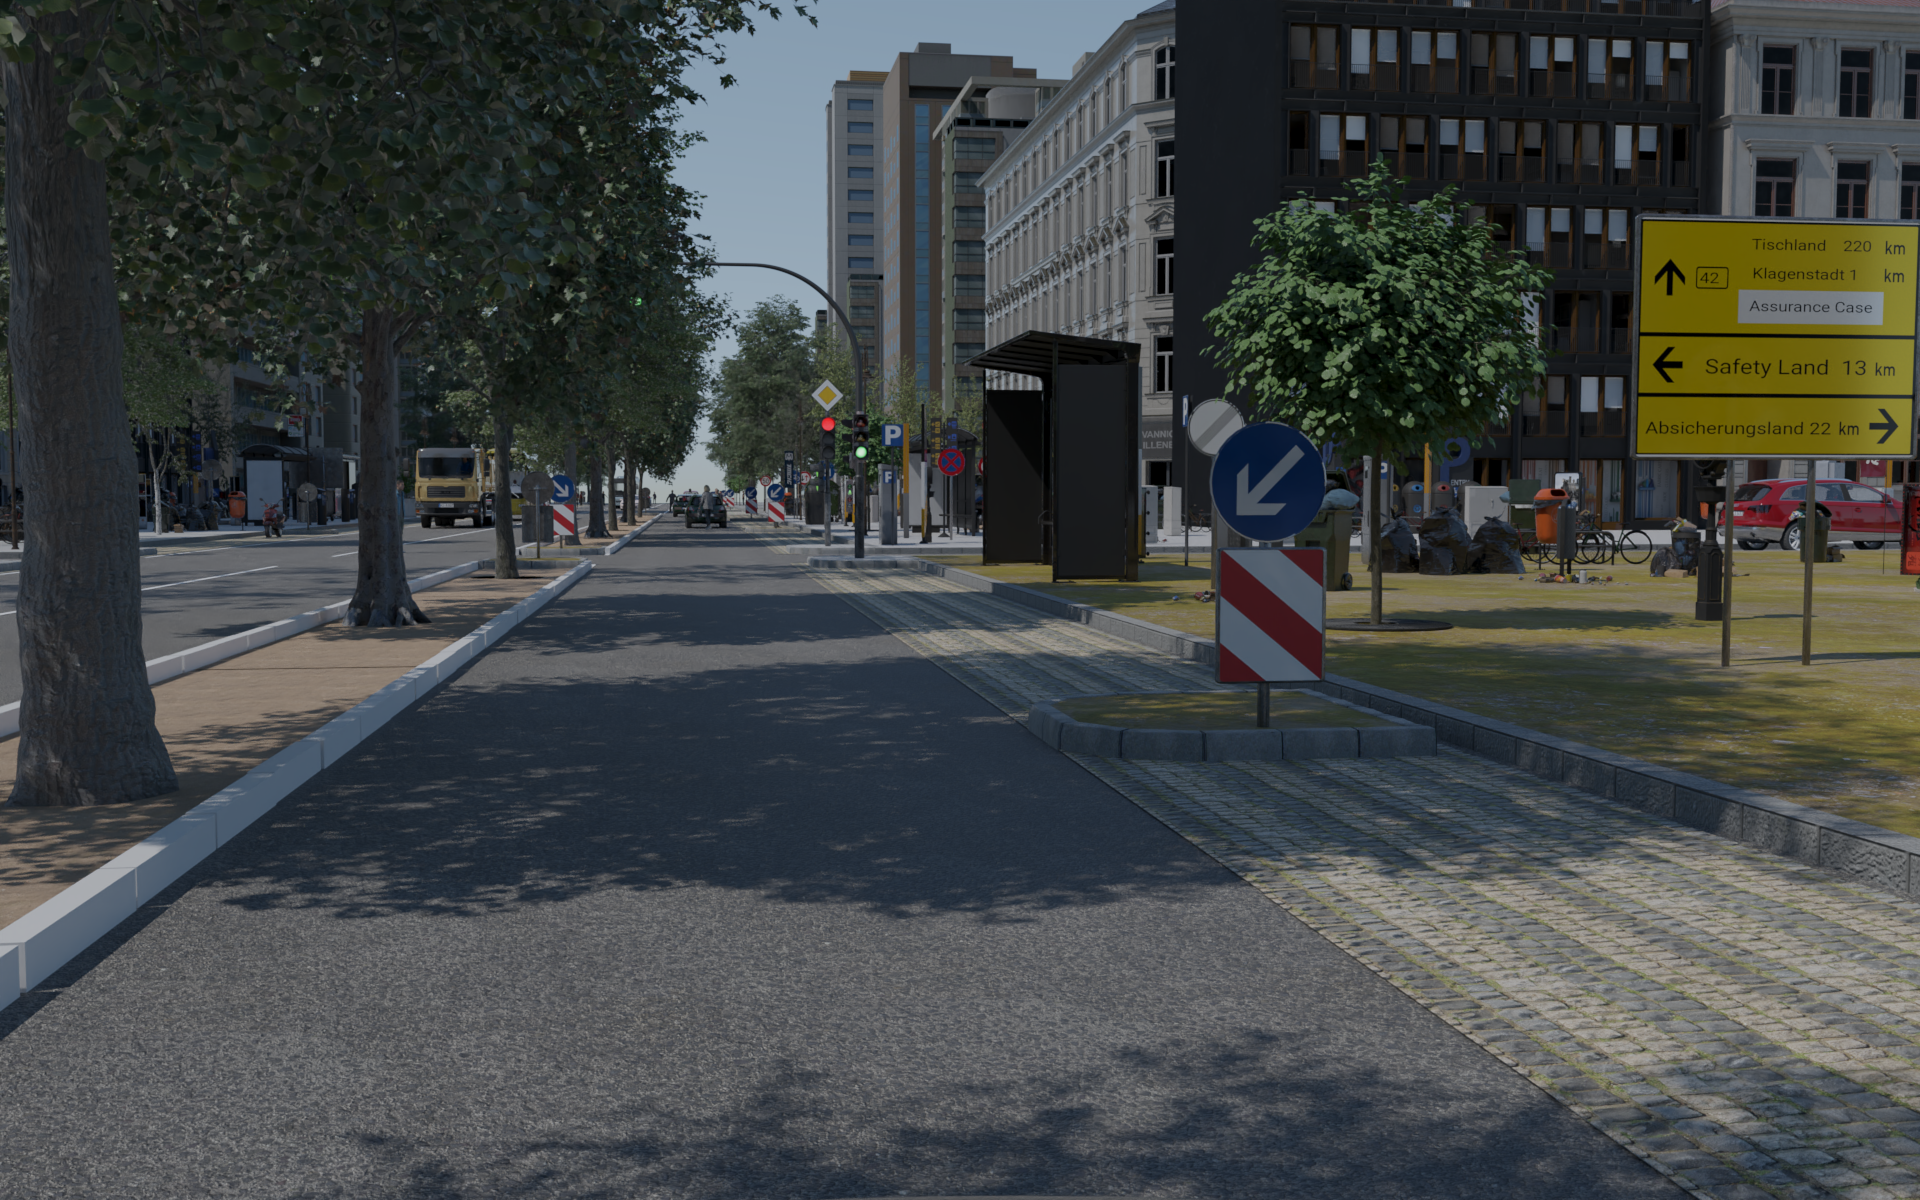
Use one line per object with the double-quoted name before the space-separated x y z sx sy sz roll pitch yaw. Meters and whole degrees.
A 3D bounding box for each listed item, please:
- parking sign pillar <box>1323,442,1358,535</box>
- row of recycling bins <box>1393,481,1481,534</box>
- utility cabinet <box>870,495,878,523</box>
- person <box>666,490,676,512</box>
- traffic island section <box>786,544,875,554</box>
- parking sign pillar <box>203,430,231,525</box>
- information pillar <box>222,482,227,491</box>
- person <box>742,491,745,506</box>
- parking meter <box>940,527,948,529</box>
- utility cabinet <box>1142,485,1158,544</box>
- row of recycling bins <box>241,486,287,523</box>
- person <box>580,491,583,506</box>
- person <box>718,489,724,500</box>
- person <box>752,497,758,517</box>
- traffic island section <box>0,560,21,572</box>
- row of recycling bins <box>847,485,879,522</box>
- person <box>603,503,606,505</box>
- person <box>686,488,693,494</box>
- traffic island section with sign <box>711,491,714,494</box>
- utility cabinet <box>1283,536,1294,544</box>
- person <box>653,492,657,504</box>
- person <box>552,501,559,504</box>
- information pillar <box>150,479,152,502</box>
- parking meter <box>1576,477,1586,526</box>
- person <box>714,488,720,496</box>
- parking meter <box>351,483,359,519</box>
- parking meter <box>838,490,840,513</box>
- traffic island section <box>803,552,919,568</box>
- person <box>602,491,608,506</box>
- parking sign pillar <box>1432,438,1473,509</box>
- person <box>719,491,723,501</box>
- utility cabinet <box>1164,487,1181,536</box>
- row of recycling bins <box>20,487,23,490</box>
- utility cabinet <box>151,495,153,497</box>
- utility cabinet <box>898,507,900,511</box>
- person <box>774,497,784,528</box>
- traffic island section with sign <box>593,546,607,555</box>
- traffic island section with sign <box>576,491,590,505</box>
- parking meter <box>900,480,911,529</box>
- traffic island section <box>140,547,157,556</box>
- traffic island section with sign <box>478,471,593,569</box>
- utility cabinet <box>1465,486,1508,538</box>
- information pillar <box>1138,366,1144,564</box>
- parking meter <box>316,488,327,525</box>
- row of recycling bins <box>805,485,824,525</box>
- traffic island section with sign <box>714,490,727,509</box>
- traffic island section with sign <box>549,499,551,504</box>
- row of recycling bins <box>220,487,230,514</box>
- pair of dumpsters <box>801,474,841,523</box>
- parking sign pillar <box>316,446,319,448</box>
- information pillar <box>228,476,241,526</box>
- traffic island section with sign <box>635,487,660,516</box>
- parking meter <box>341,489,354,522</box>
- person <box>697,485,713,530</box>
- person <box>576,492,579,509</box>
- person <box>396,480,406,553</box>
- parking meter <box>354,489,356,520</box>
"parking sign pillar" 11.780 -4.031 54.378 1.447 3.967 1.447 0 4 -3
"row of recycling bins" 15.072 -2.980 55.843 3.534 1.692 1.069 0 4 1
"utility cabinet" -3.964 -4.100 78.199 0.306 1.237 1.020 -1 4 -18
"person" -22.605 -7.761 135.940 0.990 1.755 0.434 -1 4 -15
"traffic island section" -3.223 -1.240 42.551 2.009 0.180 2.903 -1 4 -9
"parking sign pillar" -31.200 -5.124 72.244 1.447 3.967 1.447 -2 4 -30
"information pillar" -46.237 -6.396 109.061 0.304 2.012 0.304 2 4 25
"person" -24.512 -11.450 195.726 0.705 1.822 1.348 0 4 -6
"parking meter" -0.614 -3.596 64.498 0.399 1.863 0.255 -3 5 -41
"utility cabinet" 4.475 -2.158 43.970 1.173 1.500 0.318 -2 4 -32
"row of recycling bins" -31.752 -4.400 79.046 1.069 1.692 3.534 0 4 4
"person" -46.041 -12.366 210.643 0.705 1.831 1.348 -2 4 -25
"person" -22.293 -9.249 159.359 1.348 1.869 0.705 -3 5 -40
"person" -12.984 -6.124 109.631 0.522 1.701 0.512 -1 4 -12
"traffic island section" -18.642 -0.600 32.092 2.009 0.180 2.903 -1 4 -9
"row of recycling bins" -4.232 -4.513 80.898 1.069 1.692 3.534 2 4 28
"person" -47.609 -13.639 231.513 0.705 1.822 1.348 2 4 35
"person" -17.622 -6.381 113.031 0.606 1.804 0.583 0 4 -8
"traffic island section with sign" -23.022 -9.749 168.017 1.989 1.847 2.006 -1 4 -9
"utility cabinet" 8.240 -2.164 44.068 1.173 1.500 0.318 -3 5 -44
"person" -43.658 -14.601 247.759 0.617 1.759 0.750 -1 4 -21
"person" -34.971 -8.504 150.767 0.991 1.433 0.599 -1 4 -13
"information pillar" -39.256 -4.842 83.661 0.304 2.012 0.304 -3 5 -43
"parking meter" 21.171 -3.277 59.291 0.399 1.863 0.255 0 4 5
"person" -14.317 -5.677 101.740 0.576 1.772 0.534 0 4 -7
"parking meter" -31.481 -5.168 90.211 0.399 1.863 0.255 3 5 39
"parking meter" -7.451 -5.917 105.158 0.372 1.533 0.369 0 3 0
"traffic island section" -1.998 -0.757 34.660 2.009 0.180 2.903 -1 4 -9
"person" -43.344 -12.364 210.670 0.705 1.822 1.348 2 4 34
"parking sign pillar" 16.653 -4.285 58.524 1.447 3.967 1.447 -1 4 -13
"person" -19.813 -8.207 143.600 0.530 1.710 0.541 1 4 18
"utility cabinet" 6.542 -2.726 53.246 0.318 1.500 1.173 0 4 -5
"row of recycling bins" -41.334 -4.321 77.759 1.069 1.692 3.534 -1 4 -11
"utility cabinet" -39.376 -4.489 84.555 0.306 1.237 1.020 -3 4 -39
"utility cabinet" -4.387 -6.217 110.326 1.173 1.500 0.318 1 4 13
"person" -7.684 -3.965 73.514 0.466 1.800 0.511 0 4 2
"traffic island section with sign" -9.453 -2.025 41.245 2.006 1.907 1.989 -1 4 -9
"traffic island section with sign" -47.794 -12.921 219.888 1.989 1.847 2.006 -1 4 -9
"parking meter" -2.021 -3.579 64.231 0.399 1.863 0.255 3 5 39
"traffic island section" -19.866 -1.083 39.983 2.009 0.180 2.903 -1 4 -9
"traffic island section with sign" -8.327 -1.577 33.924 2.006 1.907 1.989 -1 4 -9
"utility cabinet" 15.163 -2.520 49.889 1.173 1.500 0.318 -1 4 -8
"information pillar" 3.177 -2.489 32.044 0.183 3.616 0.504 -3 5 -40
"parking meter" -26.252 -3.842 71.222 0.372 1.533 0.369 0 3 0
"row of recycling bins" -6.116 -4.084 73.887 1.069 1.692 3.534 0 4 -5
"traffic island section with sign" -18.747 -8.059 140.385 1.989 1.847 2.006 -1 4 -9
"traffic island section with sign" -39.354 -9.595 165.502 1.989 1.847 2.006 -1 4 -9
"row of recycling bins" -41.169 -5.488 96.840 3.534 1.692 1.069 -2 4 -35
"pair of dumpsters" -6.345 -4.704 79.397 1.574 2.255 4.437 -1 4 -9
"parking sign pillar" -35.905 -6.630 96.867 1.447 3.967 1.447 -2 4 -35
"information pillar" -29.482 -4.035 70.469 0.304 2.012 0.304 2 4 30
"traffic island section with sign" -20.983 -6.566 115.497 2.006 1.907 1.989 -1 4 -9
"parking meter" -28.123 -4.333 79.257 0.372 1.533 0.369 0 3 0
"person" -10.112 -3.682 68.887 0.709 1.800 0.728 -2 4 -33
"person" -36.875 -9.561 166.284 0.415 1.643 0.593 3 5 42
"person" -13.692 -2.035 42.115 0.444 1.785 0.601 2 4 24
"parking meter" -30.241 -4.748 86.048 0.372 1.533 0.369 0 3 0
